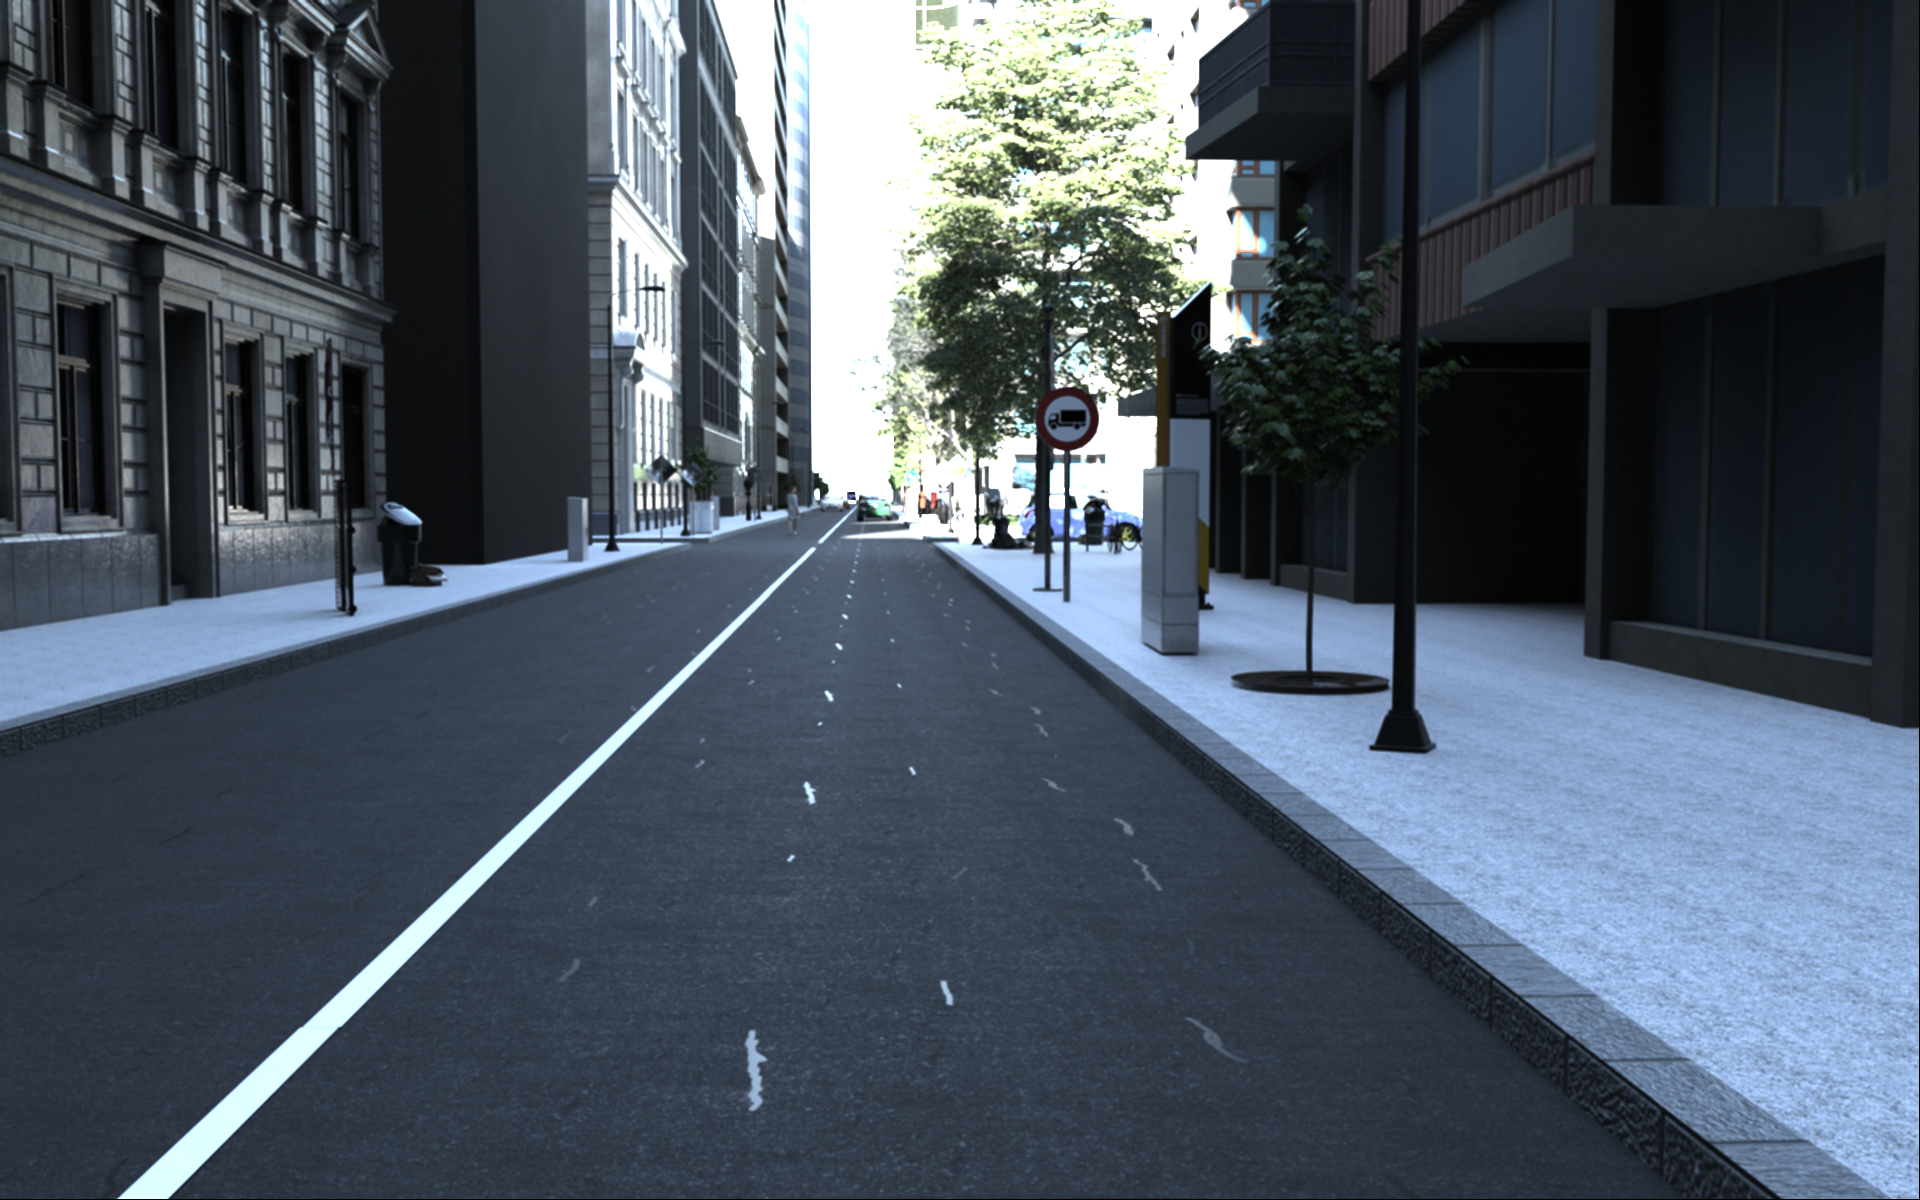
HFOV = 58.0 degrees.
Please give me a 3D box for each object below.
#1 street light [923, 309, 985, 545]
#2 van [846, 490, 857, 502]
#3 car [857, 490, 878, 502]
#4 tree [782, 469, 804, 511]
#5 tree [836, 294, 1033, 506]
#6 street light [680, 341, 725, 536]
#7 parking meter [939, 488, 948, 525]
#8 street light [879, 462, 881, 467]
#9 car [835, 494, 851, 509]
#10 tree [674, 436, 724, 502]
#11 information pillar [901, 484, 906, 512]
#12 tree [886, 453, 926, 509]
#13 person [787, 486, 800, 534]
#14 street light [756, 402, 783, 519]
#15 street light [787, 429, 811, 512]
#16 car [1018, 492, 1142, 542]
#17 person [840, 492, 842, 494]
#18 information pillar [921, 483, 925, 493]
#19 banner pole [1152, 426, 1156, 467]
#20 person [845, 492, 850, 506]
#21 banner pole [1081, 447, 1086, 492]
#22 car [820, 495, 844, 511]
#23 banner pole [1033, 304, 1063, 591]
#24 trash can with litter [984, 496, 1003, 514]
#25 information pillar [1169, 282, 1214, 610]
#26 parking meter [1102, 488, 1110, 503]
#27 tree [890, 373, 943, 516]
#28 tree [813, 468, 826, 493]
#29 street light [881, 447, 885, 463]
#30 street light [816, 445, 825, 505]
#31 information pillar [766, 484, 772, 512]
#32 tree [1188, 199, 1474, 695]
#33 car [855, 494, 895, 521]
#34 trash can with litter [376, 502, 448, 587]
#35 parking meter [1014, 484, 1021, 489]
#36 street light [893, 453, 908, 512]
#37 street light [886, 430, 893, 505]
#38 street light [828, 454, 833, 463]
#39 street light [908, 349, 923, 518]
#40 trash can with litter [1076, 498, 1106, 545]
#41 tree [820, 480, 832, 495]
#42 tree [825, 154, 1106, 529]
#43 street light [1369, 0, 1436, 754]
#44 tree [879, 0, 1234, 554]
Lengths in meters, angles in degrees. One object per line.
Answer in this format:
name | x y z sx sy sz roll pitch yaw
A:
street light | -0.097 -4.338 43.473 1.470 5.913 1.316 0 4 -3
van | -17.662 -16.922 281.065 2.240 2.365 5.245 0 4 -4
car | -8.382 -9.236 159.685 2.281 1.827 5.304 0 4 -1
tree | -12.679 -8.391 131.789 1.663 3.219 1.824 0 3 0
tree | -0.857 -8.609 75.161 8.767 10.594 7.601 -1 4 -19
street light | -7.800 -4.890 52.493 1.470 5.913 1.316 0 4 -3
parking meter | -0.671 -3.910 72.346 0.372 1.533 0.369 0 3 0
street light | -8.508 -14.149 203.868 1.470 5.913 1.316 0 4 -3
car | -11.702 -9.751 169.653 2.015 1.641 3.980 0 4 -3
tree | -8.682 -3.878 58.001 1.663 3.219 1.824 0 3 0
information pillar | -4.059 -7.387 125.271 0.304 2.012 0.304 -1 4 -12
tree | -3.951 -8.954 130.119 4.285 4.588 4.351 0 3 0
person | -5.927 -3.194 61.480 0.466 1.731 0.760 0 4 0
street light | -9.643 -7.036 87.574 1.470 5.913 1.316 0 4 -3
street light | -11.890 -9.544 128.587 1.470 5.913 1.316 0 4 -3
car | 3.506 -2.434 49.390 3.694 1.707 1.945 0 4 -3
person | -16.047 -13.749 234.230 0.436 1.711 0.756 2 4 23
information pillar | -2.582 -6.892 117.172 0.304 2.012 0.304 -1 4 -15
banner pole | 7.115 -4.488 63.396 0.401 3.779 0.863 1 4 18
person | -13.858 -12.468 213.148 0.445 1.727 0.742 1 4 18
banner pole | 5.804 -5.598 81.549 0.401 3.779 0.863 1 4 22
car | -10.834 -8.193 146.320 2.083 1.381 4.827 0 4 -5
banner pole | 1.181 -1.997 22.675 0.401 3.779 0.863 0 4 -4
trash can with litter | 1.671 -4.791 89.719 0.624 1.170 1.055 3 5 44
information pillar | 2.552 -1.699 19.127 0.504 3.616 0.183 -2 4 -24
parking meter | 6.477 -4.191 76.935 0.372 1.533 0.369 0 3 0
tree | -2.605 -9.255 101.674 4.737 8.622 4.395 0 3 0
tree | -17.412 -13.464 203.855 4.285 4.588 4.351 0 3 0
street light | -6.703 -12.015 168.991 1.470 5.913 1.316 0 4 -3
street light | -13.750 -11.675 163.433 1.470 5.913 1.316 0 4 -3
information pillar | -13.866 -7.431 125.989 0.304 2.012 0.304 -3 5 -42
tree | 2.261 -1.039 11.591 1.663 3.219 1.824 0 3 0
car | -4.577 -4.973 93.112 2.131 1.459 4.920 0 4 -1
trash can with litter | -7.673 -0.793 24.358 1.055 1.170 0.624 2 4 26
parking meter | 3.162 -5.500 95.641 0.255 1.863 0.399 2 4 32
street light | -2.628 -7.248 91.047 1.470 5.913 1.316 0 4 -3
street light | -4.442 -9.416 126.493 1.470 5.913 1.316 0 4 -3
street light | -15.622 -13.811 198.342 1.470 5.913 1.316 0 4 -3
street light | -0.840 -5.086 55.699 1.470 5.913 1.316 0 4 -3
trash can with litter | 3.242 -1.979 43.751 0.624 1.170 1.055 -2 4 -23
tree | -18.033 -14.597 233.263 1.663 3.219 1.824 0 3 0
tree | 0.231 -9.343 63.121 12.009 13.543 11.850 0 3 0
street light | 1.693 -2.201 8.535 1.470 5.913 1.316 0 4 -3
tree | 2.000 -7.259 36.805 7.486 12.596 7.792 0 3 0
